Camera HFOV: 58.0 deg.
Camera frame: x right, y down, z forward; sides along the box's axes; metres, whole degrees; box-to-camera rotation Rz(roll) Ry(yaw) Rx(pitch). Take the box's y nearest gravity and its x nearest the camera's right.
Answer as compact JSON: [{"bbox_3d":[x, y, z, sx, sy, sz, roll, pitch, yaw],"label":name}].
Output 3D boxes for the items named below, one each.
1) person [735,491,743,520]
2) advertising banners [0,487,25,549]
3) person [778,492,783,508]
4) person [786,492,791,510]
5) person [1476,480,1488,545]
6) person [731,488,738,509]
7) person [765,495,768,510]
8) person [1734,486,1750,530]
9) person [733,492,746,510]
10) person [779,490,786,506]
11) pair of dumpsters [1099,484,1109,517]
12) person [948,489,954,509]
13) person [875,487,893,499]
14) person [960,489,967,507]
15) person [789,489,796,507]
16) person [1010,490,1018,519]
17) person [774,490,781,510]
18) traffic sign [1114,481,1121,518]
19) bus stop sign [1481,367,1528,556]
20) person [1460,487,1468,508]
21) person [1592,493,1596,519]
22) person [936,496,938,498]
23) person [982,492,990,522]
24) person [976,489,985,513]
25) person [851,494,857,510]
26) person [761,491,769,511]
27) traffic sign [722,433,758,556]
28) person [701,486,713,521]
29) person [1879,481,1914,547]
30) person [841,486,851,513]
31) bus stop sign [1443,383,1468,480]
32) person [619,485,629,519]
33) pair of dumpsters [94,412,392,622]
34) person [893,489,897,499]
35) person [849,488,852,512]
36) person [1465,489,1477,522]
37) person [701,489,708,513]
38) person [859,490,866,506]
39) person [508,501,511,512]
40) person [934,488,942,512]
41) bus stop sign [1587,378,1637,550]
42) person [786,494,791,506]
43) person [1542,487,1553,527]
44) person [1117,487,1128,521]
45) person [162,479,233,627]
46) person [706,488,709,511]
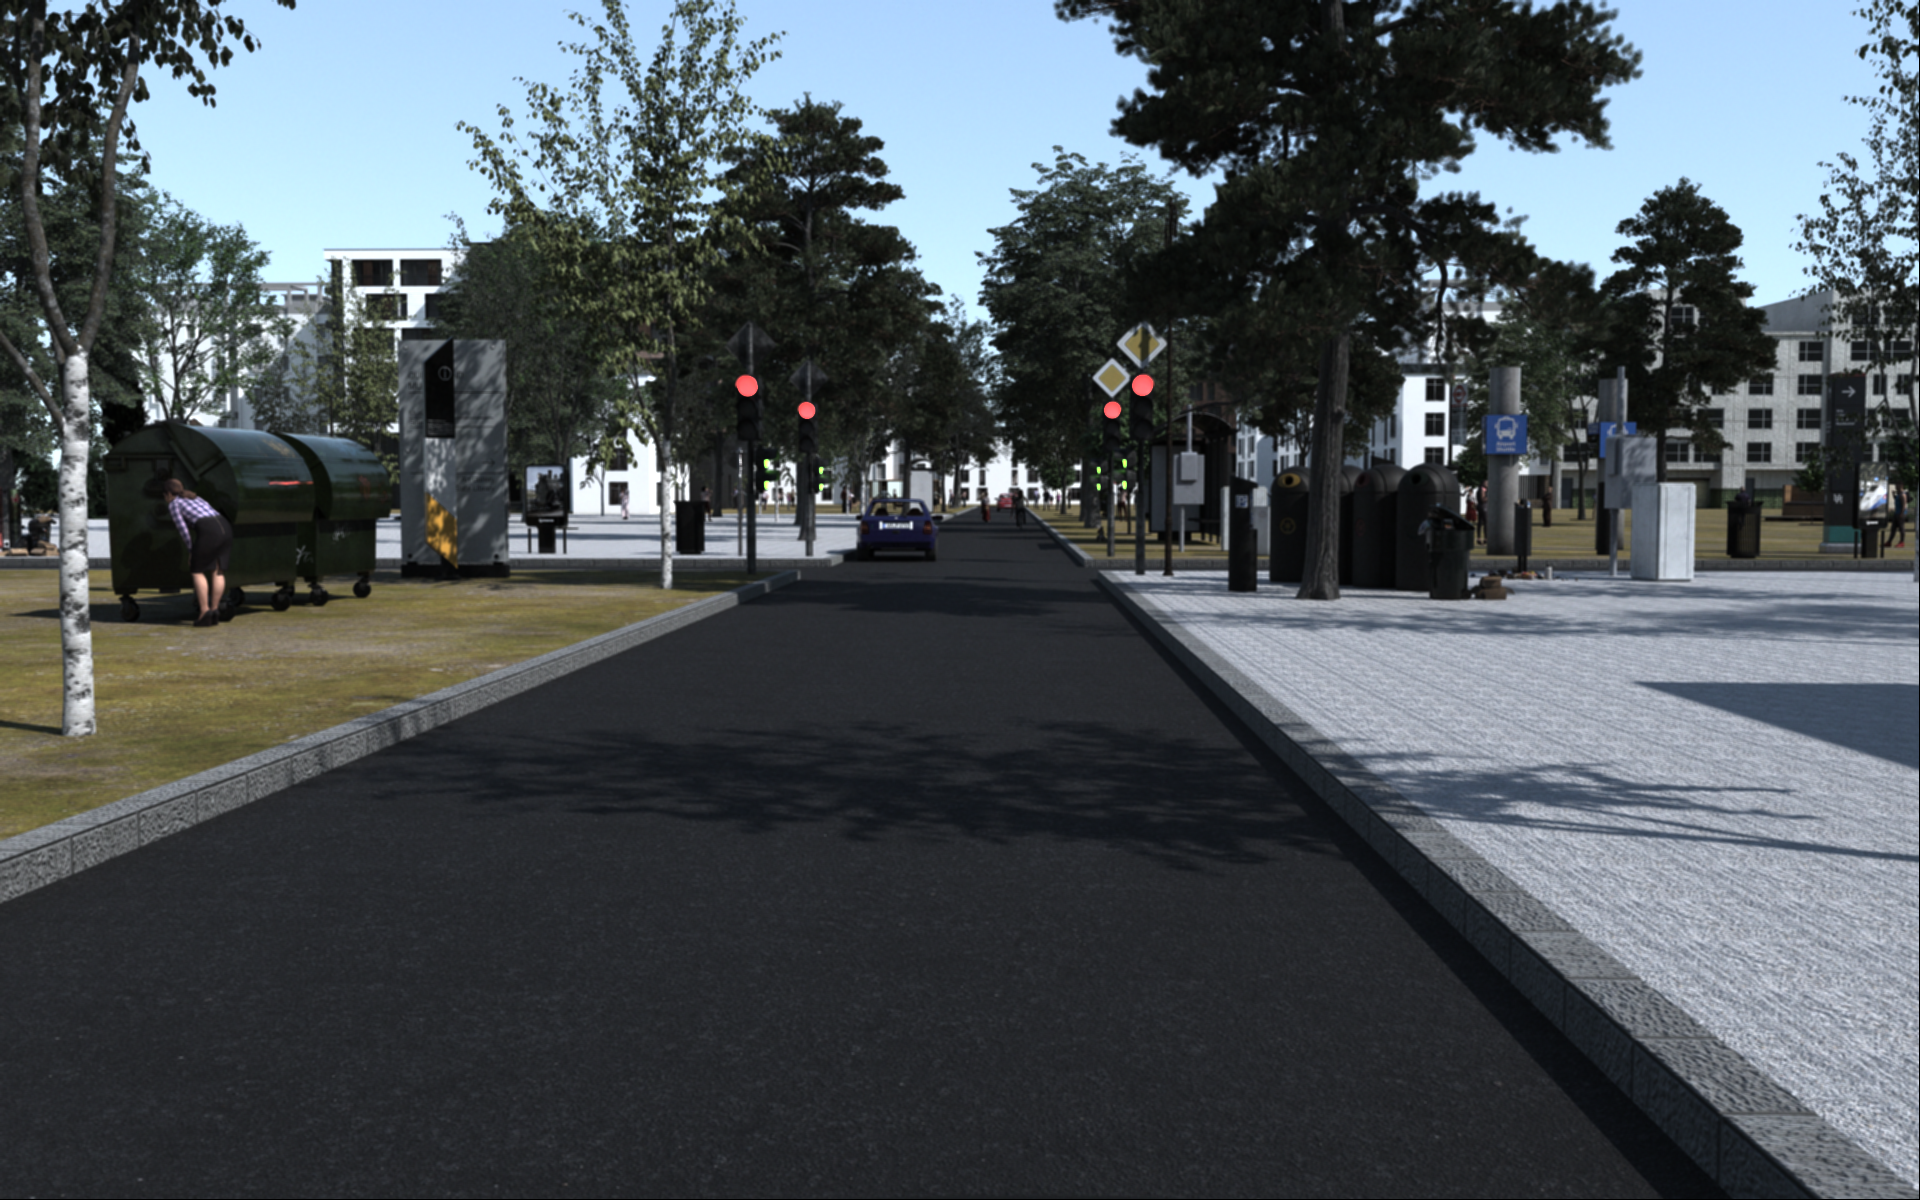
[{"bbox_3d":[-11.127,-4.931,87.216,0.434,1.755,0.990,-1,4,-14],"label":"person"},{"bbox_3d":[-22.450,-2.699,40.314,0.090,3.025,2.074,0,4,3],"label":"advertising banners"},{"bbox_3d":[-16.765,-9.248,160.443,0.799,1.438,0.628,-2,4,-28],"label":"person"},{"bbox_3d":[-13.743,-7.964,139.470,0.599,1.433,0.991,-1,4,-18],"label":"person"},{"bbox_3d":[13.190,-2.197,43.441,0.415,1.643,0.593,-3,4,-38],"label":"person"},{"bbox_3d":[-19.315,-8.702,148.192,0.599,1.838,0.709,-3,5,-44],"label":"person"},{"bbox_3d":[-15.968,-8.158,142.613,0.628,1.438,0.799,-2,4,-25],"label":"person"},{"bbox_3d":[27.987,-3.295,62.123,0.569,1.553,0.471,3,5,40],"label":"person"},{"bbox_3d":[-17.985,-8.316,142.099,1.350,1.814,0.705,-1,4,-9],"label":"person"},{"bbox_3d":[-18.636,-10.661,181.078,1.217,1.735,0.721,0,4,-8],"label":"person"},{"bbox_3d":[7.728,-5.756,96.598,1.574,2.255,4.436,0,4,1],"label":"pair of dumpsters"},{"bbox_3d":[-0.834,-8.963,153.530,0.436,1.711,0.756,-1,4,-13],"label":"person"},{"bbox_3d":[-5.627,-7.457,128.046,1.350,1.814,0.705,-1,4,-10],"label":"person"},{"bbox_3d":[0.348,-9.873,168.174,0.721,1.736,1.217,2,4,29],"label":"person"},{"bbox_3d":[-16.432,-10.066,170.628,1.348,1.823,0.705,-3,5,-39],"label":"person"},{"bbox_3d":[3.119,-5.447,99.030,0.415,1.643,0.593,3,5,39],"label":"person"},{"bbox_3d":[-14.504,-8.039,138.201,0.721,1.743,1.217,-1,4,-21],"label":"person"},{"bbox_3d":[8.382,-5.626,92.098,0.768,2.556,0.104,0,4,4],"label":"traffic sign"},{"bbox_3d":[11.342,-2.882,36.143,0.837,3.901,0.837,1,4,10],"label":"bus stop sign"},{"bbox_3d":[18.711,-3.566,65.142,0.742,1.727,0.445,-1,4,-9],"label":"person"},{"bbox_3d":[33.333,-5.044,90.582,0.516,1.574,0.319,1,4,13],"label":"person"},{"bbox_3d":[-2.085,-7.506,129.455,0.721,1.739,1.217,-3,5,-44],"label":"person"},{"bbox_3d":[1.364,-4.781,89.143,0.387,1.526,0.523,-2,4,-34],"label":"person"},{"bbox_3d":[1.682,-7.303,127.909,0.705,1.823,1.348,3,4,38],"label":"person"},{"bbox_3d":[-8.960,-8.220,143.621,0.799,1.438,0.628,0,4,-3],"label":"person"},{"bbox_3d":[-15.047,-7.690,132.716,0.756,1.711,0.436,2,4,24],"label":"person"},{"bbox_3d":[-4.553,-2.184,35.812,0.768,2.556,0.104,1,4,10],"label":"traffic sign"},{"bbox_3d":[-12.004,-4.561,82.073,0.566,1.644,0.517,-2,4,-25],"label":"person"},{"bbox_3d":[22.594,-2.071,41.767,0.662,1.594,0.647,0,4,1],"label":"person"},{"bbox_3d":[-7.781,-6.801,117.203,0.705,1.831,1.348,-2,4,-32],"label":"person"},{"bbox_3d":[10.971,-3.036,38.344,0.416,3.939,0.855,-1,4,-16],"label":"bus stop sign"},{"bbox_3d":[-16.948,-4.938,87.441,0.551,1.740,0.621,1,4,8],"label":"person"},{"bbox_3d":[-7.845,-1.028,19.301,1.574,2.255,4.436,0,4,2],"label":"pair of dumpsters"},{"bbox_3d":[-5.227,-8.224,141.242,0.721,1.736,1.217,0,4,-8],"label":"person"},{"bbox_3d":[-7.757,-7.075,122.660,0.436,1.711,0.756,1,4,15],"label":"person"},{"bbox_3d":[23.240,-4.294,78.717,0.523,1.526,0.387,0,4,5],"label":"person"},{"bbox_3d":[-17.460,-6.839,118.303,0.568,1.767,0.683,1,4,21],"label":"person"},{"bbox_3d":[-7.403,-7.663,131.788,0.568,1.767,0.683,-2,4,-32],"label":"person"},{"bbox_3d":[-13.853,-2.745,51.476,0.990,1.755,0.434,-2,4,-31],"label":"person"},{"bbox_3d":[-1.823,-7.009,121.426,1.217,1.735,0.721,1,4,12],"label":"person"},{"bbox_3d":[14.954,-3.104,39.768,0.837,3.901,0.837,0,4,3],"label":"bus stop sign"},{"bbox_3d":[-18.432,-10.968,188.629,1.065,1.426,0.557,0,4,-4],"label":"person"},{"bbox_3d":[22.862,-3.615,67.424,0.388,1.546,0.482,0,4,-1],"label":"person"},{"bbox_3d":[7.639,-4.509,81.231,0.566,1.644,0.517,-2,4,-24],"label":"person"},{"bbox_3d":[-7.397,-0.459,16.773,0.697,1.427,0.421,1,4,16],"label":"person"},{"bbox_3d":[-17.558,-6.900,119.653,0.445,1.727,0.742,-3,5,-42],"label":"person"}]
